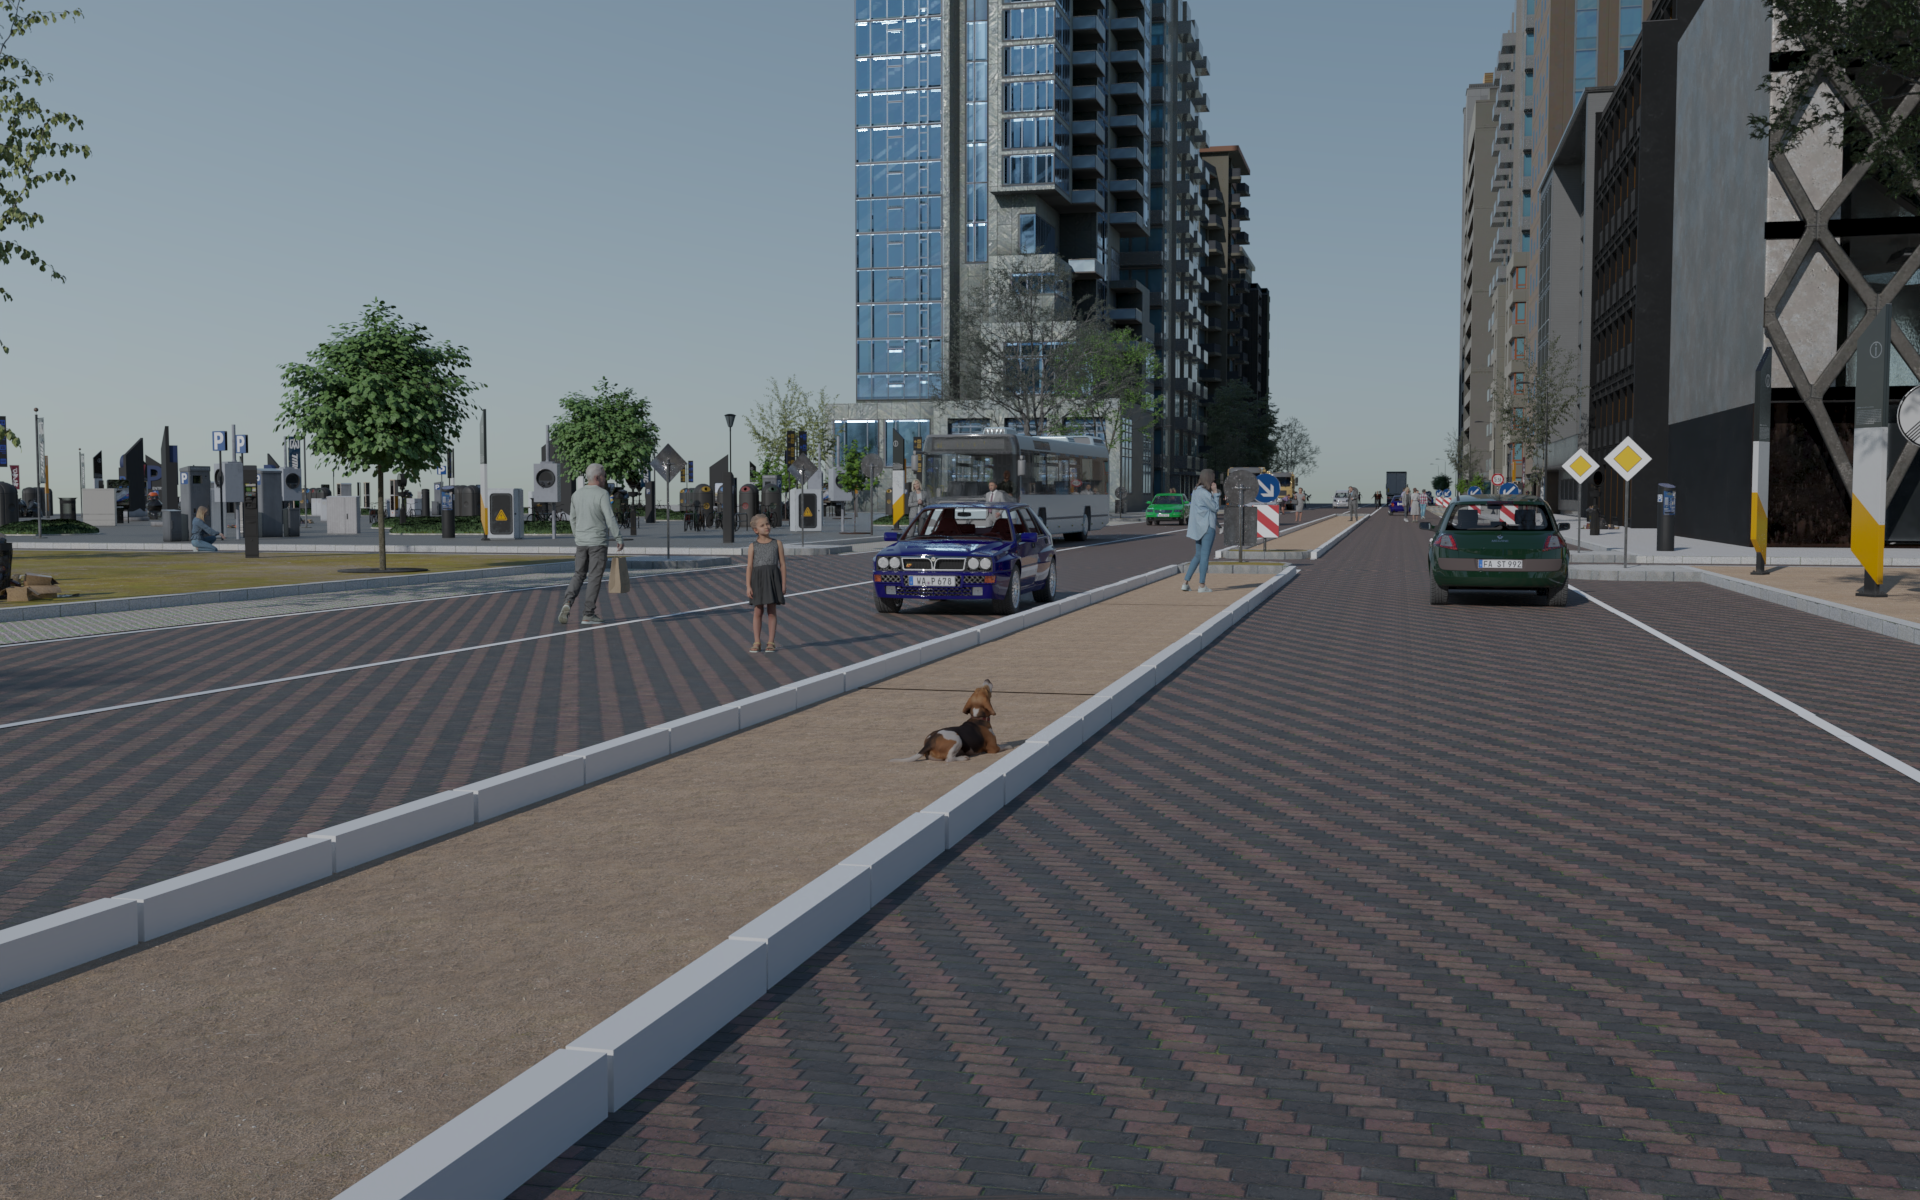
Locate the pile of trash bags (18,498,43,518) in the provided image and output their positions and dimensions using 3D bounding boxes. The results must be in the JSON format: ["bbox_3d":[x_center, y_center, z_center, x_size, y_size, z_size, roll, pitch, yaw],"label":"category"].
[{"bbox_3d":[-51.576,-5.123,93.520,1.912,1.369,3.447,2,4,30],"label":"pile of trash bags"}]

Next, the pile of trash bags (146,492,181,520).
[{"bbox_3d":[-40.163,-4.755,87.494,3.447,1.369,1.912,3,5,42],"label":"pile of trash bags"}]

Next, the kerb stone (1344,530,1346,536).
[{"bbox_3d":[12.487,-2.110,56.701,0.120,0.150,1.000,1,4,14],"label":"kerb stone"}]

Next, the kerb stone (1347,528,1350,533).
[{"bbox_3d":[13.494,-2.354,60.676,0.120,0.150,1.000,1,4,14],"label":"kerb stone"}]

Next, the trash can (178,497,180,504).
[{"bbox_3d":[-45.085,-5.361,99.309,0.748,1.137,0.748,0,3,0],"label":"trash can"}]

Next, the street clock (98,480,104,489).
[{"bbox_3d":[-45.084,-5.285,90.982,0.358,2.002,0.471,-1,4,-20],"label":"street clock"}]

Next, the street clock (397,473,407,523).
[{"bbox_3d":[-19.533,-3.432,60.688,0.358,2.002,0.471,-2,4,-34],"label":"street clock"}]

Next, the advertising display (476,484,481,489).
[{"bbox_3d":[-32.291,-6.824,116.790,0.123,1.923,0.974,2,4,24],"label":"advertising display"}]

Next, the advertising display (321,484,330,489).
[{"bbox_3d":[-41.475,-6.606,113.228,0.123,1.923,0.974,0,4,7],"label":"advertising display"}]

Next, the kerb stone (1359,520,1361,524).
[{"bbox_3d":[17.778,-3.387,77.576,0.120,0.150,1.000,1,4,14],"label":"kerb stone"}]

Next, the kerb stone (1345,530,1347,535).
[{"bbox_3d":[12.737,-2.171,57.692,0.120,0.150,1.000,1,4,14],"label":"kerb stone"}]

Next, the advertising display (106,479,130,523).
[{"bbox_3d":[-36.780,-4.311,75.701,0.123,1.923,0.974,2,4,34],"label":"advertising display"}]

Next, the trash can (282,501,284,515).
[{"bbox_3d":[-27.762,-3.590,70.352,0.748,1.137,0.748,0,3,0],"label":"trash can"}]

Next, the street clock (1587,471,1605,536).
[{"bbox_3d":[20.109,-3.069,54.745,0.471,2.002,0.358,-1,4,-20],"label":"street clock"}]

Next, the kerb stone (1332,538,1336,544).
[{"bbox_3d":[10.218,-1.562,47.759,0.120,0.150,1.000,1,4,14],"label":"kerb stone"}]

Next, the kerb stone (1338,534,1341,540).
[{"bbox_3d":[11.220,-1.807,51.736,0.120,0.150,1.000,1,4,14],"label":"kerb stone"}]

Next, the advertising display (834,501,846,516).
[{"bbox_3d":[-6.984,-5.763,99.446,0.974,1.923,0.123,-3,4,-38],"label":"advertising display"}]

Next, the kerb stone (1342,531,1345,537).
[{"bbox_3d":[12.227,-2.047,55.712,0.120,0.150,1.000,1,4,14],"label":"kerb stone"}]

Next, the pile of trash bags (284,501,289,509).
[{"bbox_3d":[-36.731,-5.110,93.308,3.447,1.369,1.912,2,4,31],"label":"pile of trash bags"}]

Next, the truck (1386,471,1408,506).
[{"bbox_3d":[55.223,-14.075,219.046,2.839,4.237,11.283,1,4,15],"label":"truck"}]

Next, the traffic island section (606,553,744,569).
[{"bbox_3d":[-5.806,-0.740,34.376,2.009,0.180,2.903,1,4,14],"label":"traffic island section"}]

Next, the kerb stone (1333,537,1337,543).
[{"bbox_3d":[10.475,-1.624,48.749,0.120,0.150,1.000,1,4,14],"label":"kerb stone"}]

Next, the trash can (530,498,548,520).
[{"bbox_3d":[-15.725,-3.253,64.835,0.748,1.137,0.748,0,3,0],"label":"trash can"}]

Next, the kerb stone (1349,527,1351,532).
[{"bbox_3d":[13.986,-2.476,62.670,0.120,0.150,1.000,1,4,14],"label":"kerb stone"}]

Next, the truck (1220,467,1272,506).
[{"bbox_3d":[21.229,-8.032,127.254,3.469,3.379,9.791,1,4,14],"label":"truck"}]

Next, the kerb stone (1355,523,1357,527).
[{"bbox_3d":[16.011,-2.959,70.618,0.120,0.150,1.000,1,4,14],"label":"kerb stone"}]

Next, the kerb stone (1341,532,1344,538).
[{"bbox_3d":[11.982,-1.989,54.718,0.120,0.150,1.000,1,4,14],"label":"kerb stone"}]

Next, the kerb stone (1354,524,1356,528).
[{"bbox_3d":[15.500,-2.834,68.634,0.120,0.150,1.000,1,4,14],"label":"kerb stone"}]

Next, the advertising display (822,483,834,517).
[{"bbox_3d":[-7.781,-5.699,98.386,0.974,1.923,0.123,-2,4,-32],"label":"advertising display"}]

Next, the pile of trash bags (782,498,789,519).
[{"bbox_3d":[-8.678,-4.789,88.055,1.912,1.369,3.447,1,4,22],"label":"pile of trash bags"}]

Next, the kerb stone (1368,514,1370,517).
[{"bbox_3d":[23.306,-4.724,99.438,0.120,0.150,1.000,1,4,14],"label":"kerb stone"}]

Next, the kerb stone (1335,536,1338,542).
[{"bbox_3d":[10.717,-1.682,49.742,0.120,0.150,1.000,1,4,14],"label":"kerb stone"}]

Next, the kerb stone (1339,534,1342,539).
[{"bbox_3d":[11.475,-1.859,52.727,0.120,0.150,1.000,1,4,14],"label":"kerb stone"}]

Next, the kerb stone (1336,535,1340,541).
[{"bbox_3d":[10.971,-1.746,50.741,0.120,0.150,1.000,1,4,14],"label":"kerb stone"}]

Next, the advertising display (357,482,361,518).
[{"bbox_3d":[-32.617,-5.433,94.037,0.123,1.923,0.974,-1,4,-14],"label":"advertising display"}]

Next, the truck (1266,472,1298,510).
[{"bbox_3d":[28.740,-9.783,155.868,3.469,3.379,9.791,1,4,12],"label":"truck"}]

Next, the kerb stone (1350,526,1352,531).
[{"bbox_3d":[14.245,-2.536,63.662,0.120,0.150,1.000,1,4,14],"label":"kerb stone"}]

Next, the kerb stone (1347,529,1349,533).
[{"bbox_3d":[13.240,-2.290,59.686,0.120,0.150,1.000,1,4,14],"label":"kerb stone"}]

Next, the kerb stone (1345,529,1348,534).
[{"bbox_3d":[12.989,-2.232,58.685,0.120,0.150,1.000,1,4,14],"label":"kerb stone"}]

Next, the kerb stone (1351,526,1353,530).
[{"bbox_3d":[14.500,-2.597,64.654,0.120,0.150,1.000,1,4,14],"label":"kerb stone"}]

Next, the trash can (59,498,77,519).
[{"bbox_3d":[-37.004,-3.681,71.846,0.748,1.137,0.748,0,3,0],"label":"trash can"}]

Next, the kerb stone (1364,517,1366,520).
[{"bbox_3d":[20.540,-4.056,88.514,0.120,0.150,1.000,1,4,14],"label":"kerb stone"}]

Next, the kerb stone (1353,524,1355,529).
[{"bbox_3d":[15.253,-2.779,67.631,0.120,0.150,1.000,1,4,14],"label":"kerb stone"}]

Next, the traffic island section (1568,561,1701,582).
[{"bbox_3d":[11.538,-0.472,29.993,2.009,0.180,2.903,1,4,14],"label":"traffic island section"}]

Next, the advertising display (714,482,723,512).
[{"bbox_3d":[-13.150,-5.554,96.025,0.974,1.923,0.123,1,4,20],"label":"advertising display"}]

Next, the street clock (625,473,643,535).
[{"bbox_3d":[-10.189,-3.023,53.992,0.471,2.002,0.358,-1,4,-8],"label":"street clock"}]

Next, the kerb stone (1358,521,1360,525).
[{"bbox_3d":[17.265,-3.260,75.590,0.120,0.150,1.000,1,4,14],"label":"kerb stone"}]

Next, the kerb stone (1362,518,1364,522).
[{"bbox_3d":[19.282,-3.753,83.553,0.120,0.150,1.000,1,4,14],"label":"kerb stone"}]

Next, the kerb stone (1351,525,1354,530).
[{"bbox_3d":[14.747,-2.658,65.647,0.120,0.150,1.000,1,4,14],"label":"kerb stone"}]

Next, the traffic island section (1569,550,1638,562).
[{"bbox_3d":[13.499,-0.945,37.735,2.009,0.180,2.903,1,4,14],"label":"traffic island section"}]

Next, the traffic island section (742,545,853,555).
[{"bbox_3d":[-3.845,-1.213,42.117,2.009,0.180,2.903,1,4,14],"label":"traffic island section"}]

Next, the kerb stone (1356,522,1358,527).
[{"bbox_3d":[16.514,-3.083,72.606,0.120,0.150,1.000,1,4,14],"label":"kerb stone"}]

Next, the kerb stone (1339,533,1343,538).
[{"bbox_3d":[11.721,-1.928,53.718,0.120,0.150,1.000,1,4,14],"label":"kerb stone"}]
